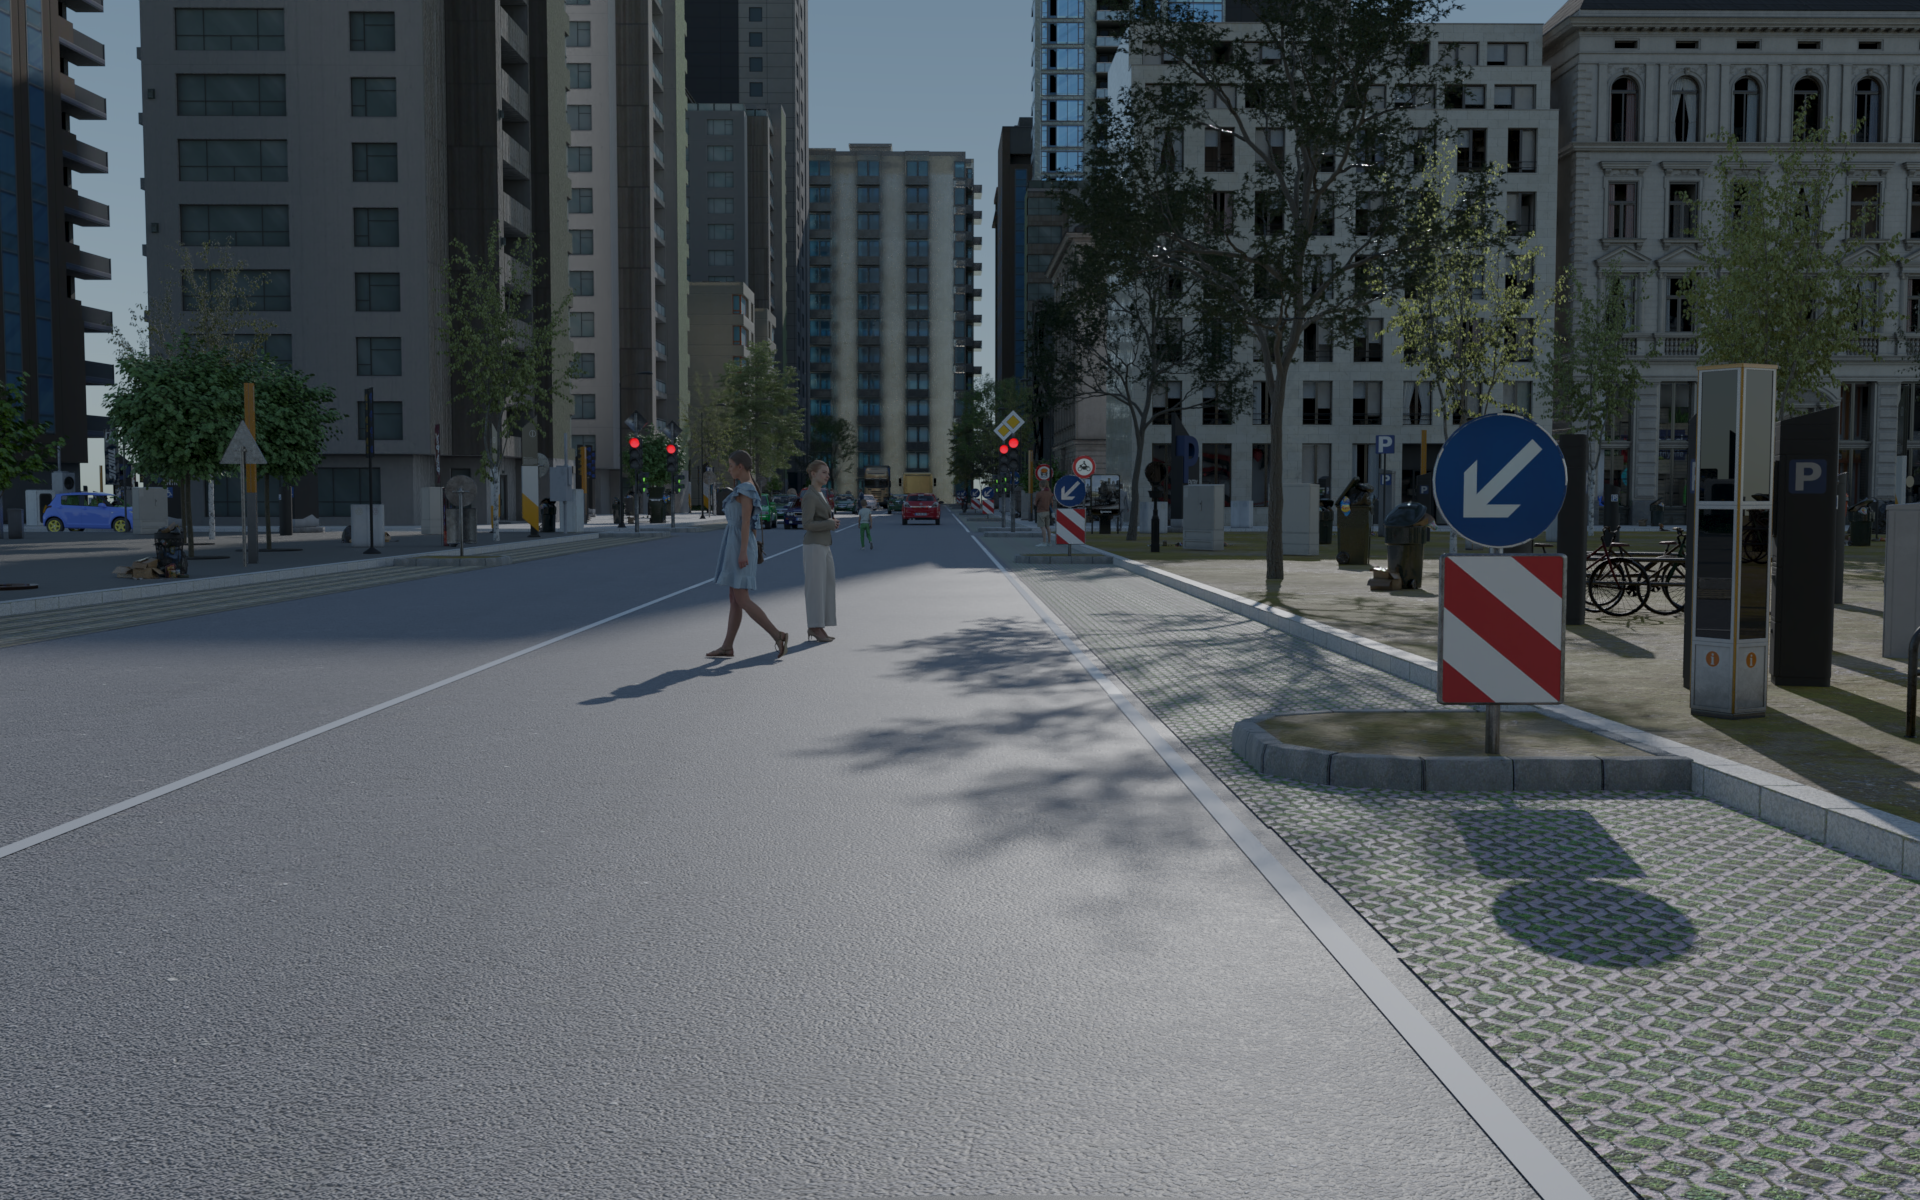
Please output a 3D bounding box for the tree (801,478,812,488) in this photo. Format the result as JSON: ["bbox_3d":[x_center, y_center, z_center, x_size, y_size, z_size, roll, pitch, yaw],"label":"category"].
[{"bbox_3d":[-15.271,-11.016,174.712,1.663,3.219,1.824,0,3,0],"label":"tree"}]

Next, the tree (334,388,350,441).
[{"bbox_3d":[-15.564,-3.388,39.102,4.285,4.588,4.351,0,3,0],"label":"tree"}]

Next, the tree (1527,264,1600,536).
[{"bbox_3d":[19.438,-6.288,53.165,4.737,8.622,4.395,0,3,0],"label":"tree"}]

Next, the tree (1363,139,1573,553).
[{"bbox_3d":[10.304,-5.223,35.757,4.360,8.622,3.978,0,3,0],"label":"tree"}]

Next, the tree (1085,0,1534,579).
[{"bbox_3d":[4.513,-5.586,25.743,7.601,10.594,8.767,-3,5,-44],"label":"tree"}]

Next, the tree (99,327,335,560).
[{"bbox_3d":[-15.310,-3.100,34.397,4.285,4.588,4.351,0,3,0],"label":"tree"}]

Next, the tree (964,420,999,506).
[{"bbox_3d":[2.247,-14.135,181.469,4.360,8.622,3.978,0,3,0],"label":"tree"}]

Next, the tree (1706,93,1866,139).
[{"bbox_3d":[15.634,-5.056,33.025,4.737,8.622,4.395,0,3,0],"label":"tree"}]

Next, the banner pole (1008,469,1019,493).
[{"bbox_3d":[2.898,-6.762,100.575,0.401,3.779,0.863,2,4,25],"label":"banner pole"}]

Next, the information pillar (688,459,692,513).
[{"bbox_3d":[-18.161,-7.649,116.408,0.183,3.616,0.504,0,4,2],"label":"information pillar"}]

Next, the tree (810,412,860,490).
[{"bbox_3d":[-16.155,-17.905,218.497,9.928,11.665,9.643,0,3,0],"label":"tree"}]

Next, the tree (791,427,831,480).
[{"bbox_3d":[-16.267,-14.556,188.348,4.360,8.622,3.978,0,3,0],"label":"tree"}]

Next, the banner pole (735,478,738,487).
[{"bbox_3d":[-14.008,-7.247,108.506,0.401,3.779,0.863,0,4,5],"label":"banner pole"}]

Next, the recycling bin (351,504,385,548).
[{"bbox_3d":[-14.327,-1.796,41.911,0.722,1.027,0.722,-1,4,-15],"label":"recycling bin"}]

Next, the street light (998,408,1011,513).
[{"bbox_3d":[2.729,-7.385,93.282,1.470,5.913,1.316,0,4,-1],"label":"street light"}]

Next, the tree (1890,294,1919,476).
[{"bbox_3d":[25.410,-5.648,42.708,4.360,8.622,3.978,0,3,0],"label":"tree"}]

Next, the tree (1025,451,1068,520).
[{"bbox_3d":[3.968,-5.055,77.256,1.663,3.219,1.824,0,3,0],"label":"tree"}]

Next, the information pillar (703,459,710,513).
[{"bbox_3d":[-17.100,-7.679,116.904,0.504,3.616,0.183,1,4,8],"label":"information pillar"}]

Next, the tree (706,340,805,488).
[{"bbox_3d":[-14.997,-12.809,127.547,7.486,12.596,7.792,0,3,0],"label":"tree"}]

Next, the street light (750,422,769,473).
[{"bbox_3d":[-13.051,-8.548,112.306,1.470,5.913,1.316,0,4,-1],"label":"street light"}]

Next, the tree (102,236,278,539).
[{"bbox_3d":[-21.407,-6.019,48.778,4.360,8.622,3.978,0,3,0],"label":"tree"}]

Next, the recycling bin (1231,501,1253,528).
[{"bbox_3d":[10.687,-3.247,65.641,0.722,1.027,0.722,1,4,21],"label":"recycling bin"}]

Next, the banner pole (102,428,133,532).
[{"bbox_3d":[-28.243,-4.161,58.052,0.863,3.779,0.401,0,4,-7],"label":"banner pole"}]

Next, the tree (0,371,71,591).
[{"bbox_3d":[-12.911,-1.759,23.361,1.663,3.219,1.824,0,3,0],"label":"tree"}]

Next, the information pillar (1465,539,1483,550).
[{"bbox_3d":[11.767,-2.146,39.572,0.304,2.012,0.304,-1,4,-16],"label":"information pillar"}]

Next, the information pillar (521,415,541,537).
[{"bbox_3d":[-12.718,-3.664,51.267,0.504,3.616,0.183,-2,4,-33],"label":"information pillar"}]

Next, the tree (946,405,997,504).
[{"bbox_3d":[1.920,-18.373,218.517,7.486,12.596,7.792,0,3,0],"label":"tree"}]

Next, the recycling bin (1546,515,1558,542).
[{"bbox_3d":[16.172,-2.066,46.336,0.722,1.027,0.722,0,4,-8],"label":"recycling bin"}]

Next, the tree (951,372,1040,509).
[{"bbox_3d":[3.127,-13.522,146.837,9.928,11.665,9.643,0,3,0],"label":"tree"}]

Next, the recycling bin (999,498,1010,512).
[{"bbox_3d":[3.198,-6.748,122.890,0.722,1.027,0.722,-1,4,-12],"label":"recycling bin"}]

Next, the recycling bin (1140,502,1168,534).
[{"bbox_3d":[6.304,-2.683,56.426,0.722,1.027,0.722,-1,4,-16],"label":"recycling bin"}]

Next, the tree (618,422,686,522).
[{"bbox_3d":[-13.976,-5.828,79.004,4.285,4.588,4.351,0,3,0],"label":"tree"}]

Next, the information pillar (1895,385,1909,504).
[{"bbox_3d":[20.416,-2.826,37.561,0.183,3.616,0.504,1,4,14],"label":"information pillar"}]

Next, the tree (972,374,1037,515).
[{"bbox_3d":[3.050,-9.576,106.922,4.737,8.622,4.395,0,3,0],"label":"tree"}]

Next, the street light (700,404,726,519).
[{"bbox_3d":[-12.717,-7.127,89.062,1.470,5.913,1.316,0,4,-1],"label":"street light"}]

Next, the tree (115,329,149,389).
[{"bbox_3d":[-35.911,-7.817,78.166,4.737,8.622,4.395,0,3,0],"label":"tree"}]

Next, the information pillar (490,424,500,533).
[{"bbox_3d":[-15.330,-4.020,57.076,0.183,3.616,0.504,1,4,12],"label":"information pillar"}]

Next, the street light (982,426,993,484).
[{"bbox_3d":[2.389,-8.873,117.613,1.470,5.913,1.316,0,4,-1],"label":"street light"}]

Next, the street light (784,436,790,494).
[{"bbox_3d":[-13.247,-10.000,136.037,1.470,5.913,1.316,0,4,-1],"label":"street light"}]

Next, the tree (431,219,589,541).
[{"bbox_3d":[-12.595,-5.944,47.542,4.737,8.622,4.395,0,3,0],"label":"tree"}]

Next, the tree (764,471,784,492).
[{"bbox_3d":[-15.050,-8.892,139.979,1.663,3.219,1.824,0,3,0],"label":"tree"}]

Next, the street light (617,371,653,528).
[{"bbox_3d":[-12.331,-5.700,65.742,1.470,5.913,1.316,0,4,-1],"label":"street light"}]

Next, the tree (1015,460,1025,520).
[{"bbox_3d":[3.500,-5.491,84.383,1.663,3.219,1.824,0,3,0],"label":"tree"}]

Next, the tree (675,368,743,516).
[{"bbox_3d":[-14.435,-9.190,100.613,4.360,8.622,3.978,0,3,0],"label":"tree"}]

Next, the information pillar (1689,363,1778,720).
[{"bbox_3d":[4.439,-0.334,9.953,0.304,2.012,0.304,-2,4,-29],"label":"information pillar"}]

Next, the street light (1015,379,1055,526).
[{"bbox_3d":[3.107,-5.950,69.828,1.470,5.913,1.316,0,4,-1],"label":"street light"}]
